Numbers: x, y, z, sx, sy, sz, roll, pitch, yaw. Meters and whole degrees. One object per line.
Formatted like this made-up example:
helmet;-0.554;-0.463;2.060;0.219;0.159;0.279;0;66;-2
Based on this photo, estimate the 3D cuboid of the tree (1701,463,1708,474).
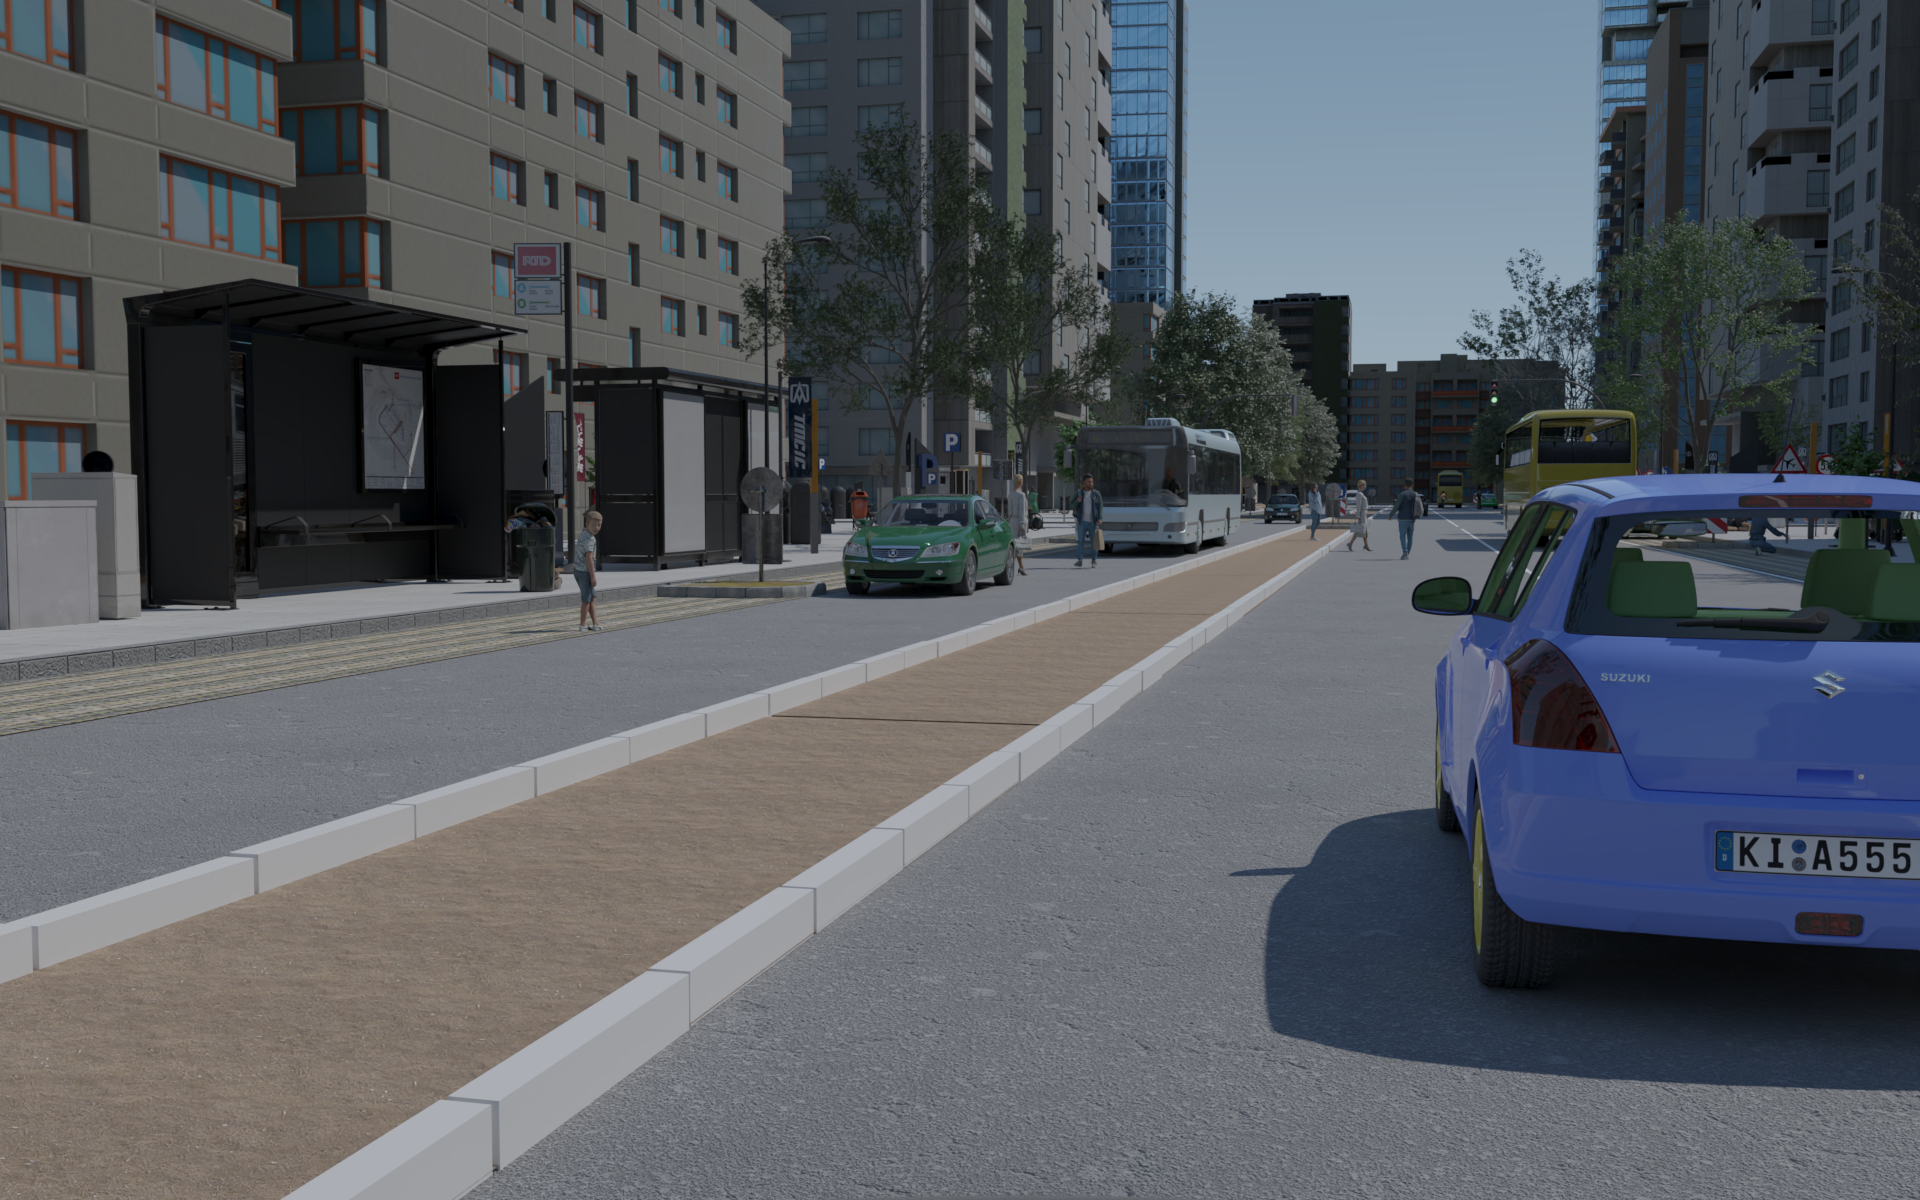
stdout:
tree;38.907;-5.855;90.325;1.663;3.219;1.824;0;3;0

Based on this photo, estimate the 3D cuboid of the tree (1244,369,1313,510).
tree;23.743;-13.068;139.425;9.928;11.665;9.643;0;3;0

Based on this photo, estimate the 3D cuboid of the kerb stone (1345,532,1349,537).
kerb stone;12.158;-1.991;54.803;0.120;0.150;1.000;1;4;14

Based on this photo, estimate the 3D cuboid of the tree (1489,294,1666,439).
tree;38.056;-12.046;107.319;12.009;13.543;11.850;0;3;0

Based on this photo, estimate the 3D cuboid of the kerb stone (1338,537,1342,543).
kerb stone;10.614;-1.628;48.844;0.120;0.150;1.000;1;4;14

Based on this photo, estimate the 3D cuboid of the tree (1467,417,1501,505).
tree;64.362;-16.639;206.455;8.767;10.594;7.601;2;4;30

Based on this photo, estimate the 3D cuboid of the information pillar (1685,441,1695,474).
information pillar;32.274;-5.213;76.588;0.504;3.616;0.183;1;4;13

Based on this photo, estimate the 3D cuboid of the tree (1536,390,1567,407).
tree;41.394;-10.424;120.791;4.737;8.622;4.395;0;3;0

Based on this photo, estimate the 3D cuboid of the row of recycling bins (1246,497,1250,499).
row of recycling bins;23.957;-8.654;148.610;1.069;1.692;3.534;-1;4;-10

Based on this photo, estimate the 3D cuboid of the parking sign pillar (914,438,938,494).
parking sign pillar;-1.603;-5.838;83.929;1.447;3.967;1.447;3;5;44

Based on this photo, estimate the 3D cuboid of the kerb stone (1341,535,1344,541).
kerb stone;11.127;-1.749;50.823;0.120;0.150;1.000;1;4;14

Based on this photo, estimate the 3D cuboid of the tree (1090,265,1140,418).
tree;2.383;-7.525;57.443;8.767;10.594;7.601;3;5;39

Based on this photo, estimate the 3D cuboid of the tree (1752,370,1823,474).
tree;48.661;-9.280;102.086;4.737;8.622;4.395;0;3;0

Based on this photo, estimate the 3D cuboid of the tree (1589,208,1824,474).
tree;26.618;-8.334;62.014;9.928;11.665;9.643;0;3;0

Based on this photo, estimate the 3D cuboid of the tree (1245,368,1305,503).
tree;26.591;-14.214;150.533;7.486;12.596;7.792;0;3;0

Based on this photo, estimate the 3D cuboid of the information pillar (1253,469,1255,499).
information pillar;21.883;-8.413;128.903;0.183;3.616;0.504;1;4;10

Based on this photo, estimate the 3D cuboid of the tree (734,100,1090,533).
tree;-1.679;-6.586;42.087;8.767;10.594;7.601;1;4;10

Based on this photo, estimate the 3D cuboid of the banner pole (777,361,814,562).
banner pole;-3.160;-2.606;32.618;0.863;3.779;0.401;1;4;14

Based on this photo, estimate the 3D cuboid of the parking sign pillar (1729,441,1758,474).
parking sign pillar;39.280;-6.018;86.861;1.447;3.967;1.447;2;4;25

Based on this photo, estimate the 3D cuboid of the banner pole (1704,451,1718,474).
banner pole;38.248;-6.020;88.448;0.863;3.779;0.401;1;4;15

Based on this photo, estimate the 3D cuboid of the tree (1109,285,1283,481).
tree;13.022;-10.903;95.265;9.611;12.733;9.660;0;3;0

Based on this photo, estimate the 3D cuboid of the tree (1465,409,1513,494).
tree;67.502;-18.292;217.206;7.486;12.596;7.792;0;3;0

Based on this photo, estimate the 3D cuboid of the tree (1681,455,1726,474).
tree;59.217;-9.425;137.806;4.285;4.588;4.351;0;3;0

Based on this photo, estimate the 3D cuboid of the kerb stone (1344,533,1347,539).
kerb stone;11.635;-1.872;52.803;0.120;0.150;1.000;1;4;14

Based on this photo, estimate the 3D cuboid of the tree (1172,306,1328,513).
tree;19.144;-13.015;119.442;9.857;13.997;8.962;0;3;0

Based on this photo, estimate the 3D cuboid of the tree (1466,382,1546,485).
tree;60.406;-17.354;190.386;9.857;13.997;8.962;0;3;0

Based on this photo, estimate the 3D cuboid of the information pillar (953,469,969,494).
information pillar;0.059;-2.898;51.871;0.304;2.012;0.304;2;4;27

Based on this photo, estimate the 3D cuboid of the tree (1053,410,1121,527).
tree;5.019;-5.076;66.703;4.285;4.588;4.351;0;3;0

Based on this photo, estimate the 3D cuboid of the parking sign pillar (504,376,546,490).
parking sign pillar;-10.082;-3.105;39.234;1.447;3.967;1.447;-3;4;-38

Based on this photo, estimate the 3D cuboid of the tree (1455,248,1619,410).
tree;44.422;-17.133;136.014;12.611;20.169;13.585;0;3;0

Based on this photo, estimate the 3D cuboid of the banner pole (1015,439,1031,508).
banner pole;2.695;-5.049;72.574;0.863;3.779;0.401;1;4;19

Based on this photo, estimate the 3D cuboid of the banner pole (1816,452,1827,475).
banner pole;45.232;-6.204;91.449;0.863;3.779;0.401;2;4;29

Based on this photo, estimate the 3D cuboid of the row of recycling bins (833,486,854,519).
row of recycling bins;-6.662;-4.989;88.686;3.534;1.692;1.069;-2;4;-24

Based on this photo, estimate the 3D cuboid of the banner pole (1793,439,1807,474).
banner pole;37.956;-5.406;78.406;0.401;3.779;0.863;-2;4;-28

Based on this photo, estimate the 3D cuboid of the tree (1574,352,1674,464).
tree;34.693;-8.531;89.841;4.737;8.622;4.395;0;3;0

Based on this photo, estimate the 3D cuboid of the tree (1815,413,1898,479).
tree;21.445;-2.869;41.509;1.663;3.219;1.824;0;3;0

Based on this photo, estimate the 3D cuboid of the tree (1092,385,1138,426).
tree;9.727;-9.716;109.221;4.360;8.622;3.978;0;3;0

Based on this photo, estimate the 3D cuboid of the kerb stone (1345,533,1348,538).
kerb stone;11.889;-1.931;53.803;0.120;0.150;1.000;1;4;14

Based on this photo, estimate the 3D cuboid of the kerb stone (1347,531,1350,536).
kerb stone;12.411;-2.055;55.793;0.120;0.150;1.000;1;4;14

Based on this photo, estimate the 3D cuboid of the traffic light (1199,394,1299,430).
traffic light;13.044;-6.403;79.353;4.771;5.953;1.251;1;4;14

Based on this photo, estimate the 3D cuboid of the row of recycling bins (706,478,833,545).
row of recycling bins;-5.072;-2.317;44.993;3.534;1.692;1.069;2;4;35

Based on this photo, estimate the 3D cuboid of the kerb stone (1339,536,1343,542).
kerb stone;10.862;-1.688;49.836;0.120;0.150;1.000;1;4;14

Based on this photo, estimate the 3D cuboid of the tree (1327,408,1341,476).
tree;39.014;-17.750;196.863;9.857;13.997;8.962;0;3;0

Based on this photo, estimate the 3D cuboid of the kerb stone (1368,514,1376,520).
kerb stone;23.565;-4.697;99.034;0.120;0.150;1.000;1;4;14

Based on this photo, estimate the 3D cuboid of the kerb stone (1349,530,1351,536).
kerb stone;12.666;-2.116;56.791;0.120;0.150;1.000;1;4;14

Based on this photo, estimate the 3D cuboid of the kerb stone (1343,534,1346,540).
kerb stone;11.389;-1.811;51.811;0.120;0.150;1.000;1;4;14

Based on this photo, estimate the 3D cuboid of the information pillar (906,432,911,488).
information pillar;-1.946;-4.535;65.505;0.183;3.616;0.504;-1;4;-15

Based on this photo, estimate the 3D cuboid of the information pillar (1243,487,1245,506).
information pillar;23.718;-8.615;145.348;0.304;2.012;0.304;-2;4;-29

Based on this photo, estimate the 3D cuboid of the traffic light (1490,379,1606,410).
traffic light;23.335;-5.727;68.297;4.771;5.953;1.251;1;4;14

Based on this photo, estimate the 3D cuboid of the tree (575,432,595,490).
tree;-9.465;-3.165;46.346;1.663;3.219;1.824;0;3;0

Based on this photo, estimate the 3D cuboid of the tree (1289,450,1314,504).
tree;43.990;-16.544;220.853;4.360;8.622;3.978;0;3;0

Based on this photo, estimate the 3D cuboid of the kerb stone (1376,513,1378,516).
kerb stone;25.100;-5.064;104.995;0.120;0.150;1.000;1;4;14

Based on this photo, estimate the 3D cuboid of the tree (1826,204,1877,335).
tree;17.953;-4.903;30.523;4.360;8.622;3.978;0;3;0
